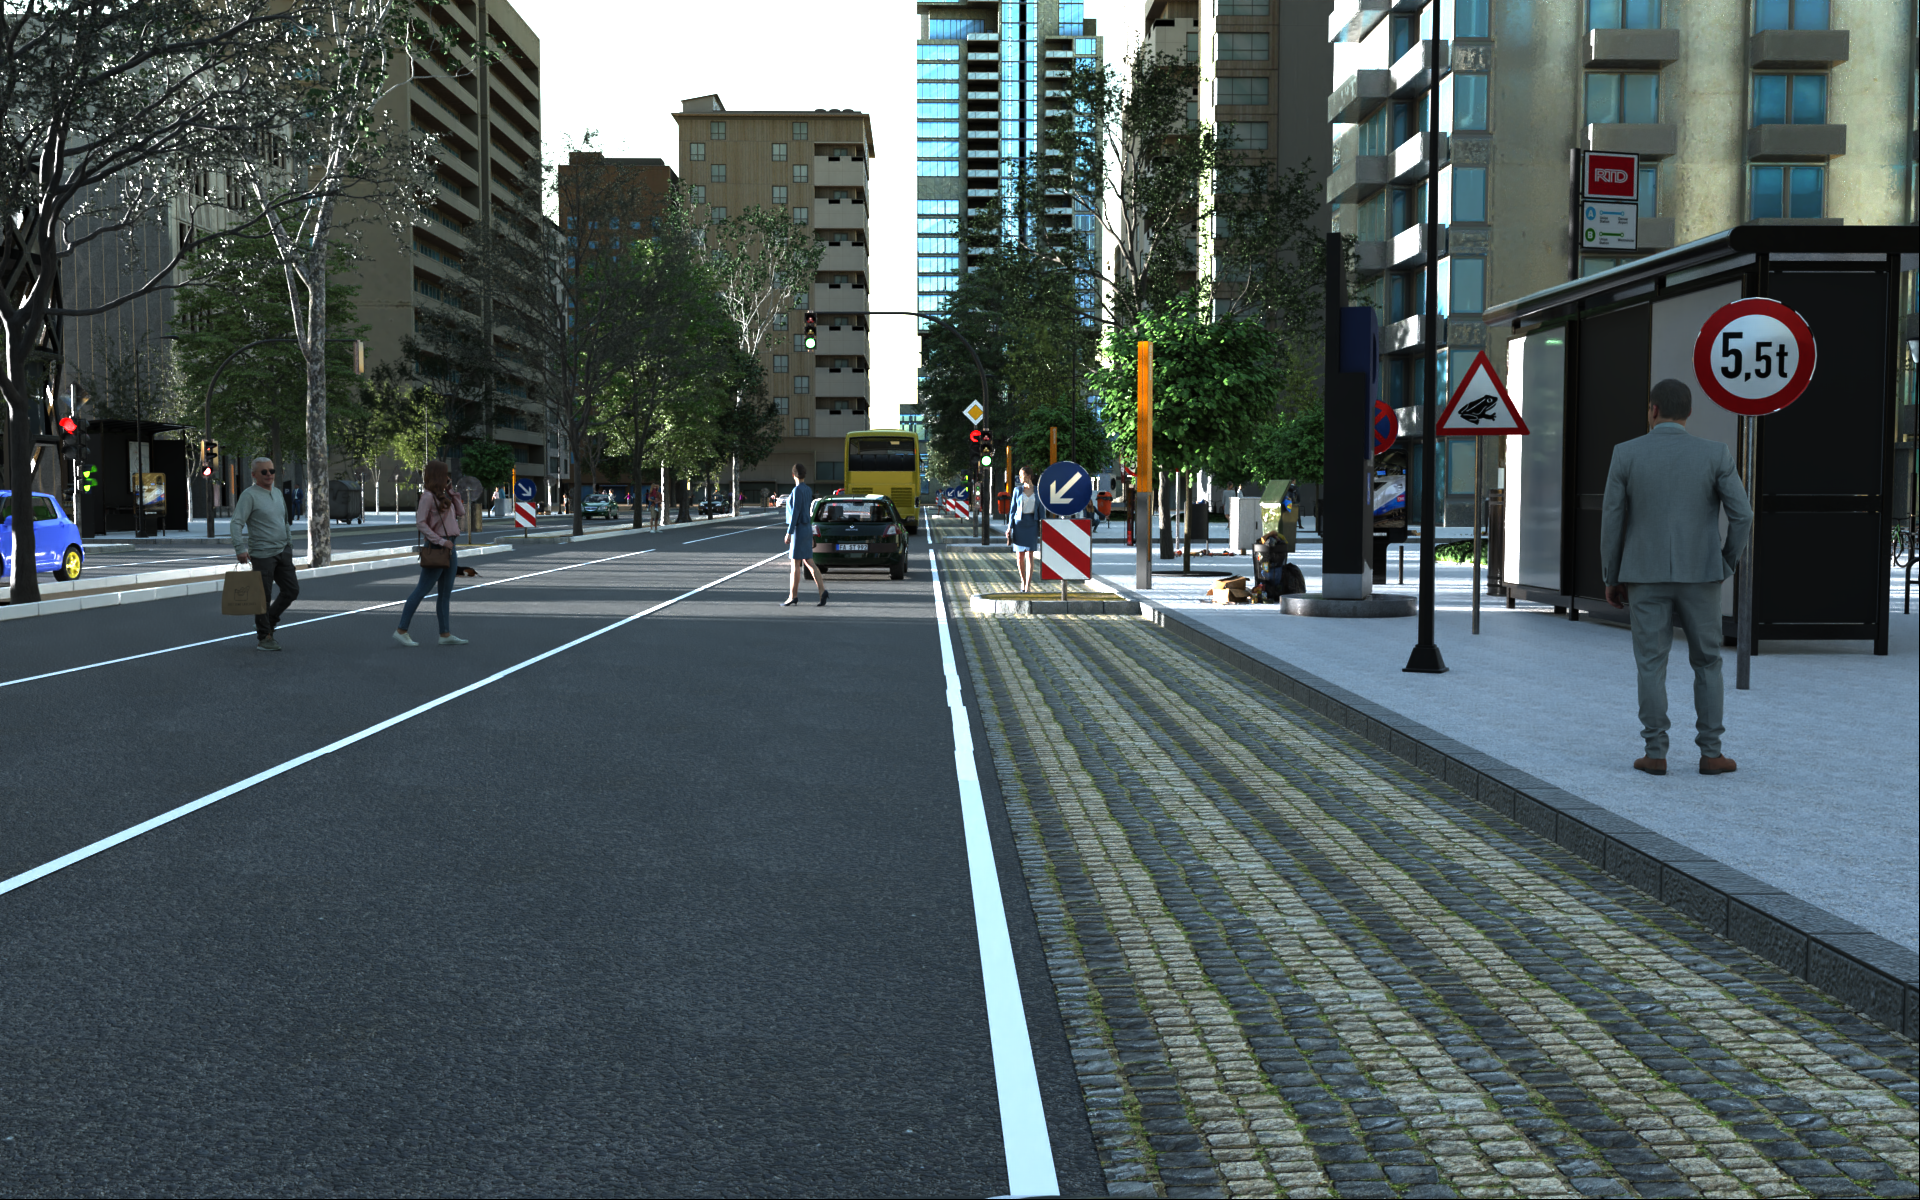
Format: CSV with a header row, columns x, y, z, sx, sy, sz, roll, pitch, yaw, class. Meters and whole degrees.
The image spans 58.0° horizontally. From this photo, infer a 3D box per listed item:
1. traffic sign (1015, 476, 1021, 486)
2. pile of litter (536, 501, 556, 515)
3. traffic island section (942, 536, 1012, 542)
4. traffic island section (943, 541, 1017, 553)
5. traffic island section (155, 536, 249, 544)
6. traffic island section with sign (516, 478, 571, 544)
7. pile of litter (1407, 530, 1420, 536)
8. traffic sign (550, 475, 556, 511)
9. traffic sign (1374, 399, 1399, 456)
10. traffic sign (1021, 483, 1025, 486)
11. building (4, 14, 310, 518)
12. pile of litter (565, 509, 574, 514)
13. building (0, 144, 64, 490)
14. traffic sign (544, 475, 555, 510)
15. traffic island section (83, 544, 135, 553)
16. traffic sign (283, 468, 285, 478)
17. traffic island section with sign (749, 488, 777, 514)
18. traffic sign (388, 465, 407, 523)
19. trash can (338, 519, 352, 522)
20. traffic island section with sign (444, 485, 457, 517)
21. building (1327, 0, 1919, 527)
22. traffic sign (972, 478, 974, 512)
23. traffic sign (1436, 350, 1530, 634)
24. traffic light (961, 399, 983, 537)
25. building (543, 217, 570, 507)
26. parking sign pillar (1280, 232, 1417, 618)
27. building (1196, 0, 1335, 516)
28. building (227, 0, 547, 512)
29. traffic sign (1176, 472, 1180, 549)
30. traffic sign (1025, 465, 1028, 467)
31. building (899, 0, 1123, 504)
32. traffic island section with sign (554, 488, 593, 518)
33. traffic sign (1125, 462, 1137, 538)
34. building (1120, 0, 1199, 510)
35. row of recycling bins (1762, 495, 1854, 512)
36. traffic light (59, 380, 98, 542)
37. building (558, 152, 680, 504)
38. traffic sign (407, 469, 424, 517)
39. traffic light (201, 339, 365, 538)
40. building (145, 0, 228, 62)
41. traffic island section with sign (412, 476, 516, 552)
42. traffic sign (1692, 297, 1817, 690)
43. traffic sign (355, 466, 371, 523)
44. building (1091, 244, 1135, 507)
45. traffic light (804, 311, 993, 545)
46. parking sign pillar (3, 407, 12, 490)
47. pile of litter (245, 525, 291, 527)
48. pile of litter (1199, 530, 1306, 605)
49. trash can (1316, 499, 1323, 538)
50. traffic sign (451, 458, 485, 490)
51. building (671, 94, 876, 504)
x,y,z,sx,sy,sz,roll,pitch,yaw,class
3.200,-5.689,95.151,0.606,2.300,0.079,0,4,5,traffic sign
-25.550,-5.632,106.053,1.719,0.858,1.176,-1,4,-12,pile of litter
0.482,-1.783,51.434,2.009,0.180,2.903,0,4,-1,traffic island section
0.656,-1.295,43.451,2.009,0.180,2.903,0,4,-1,traffic island section
-22.054,-1.754,50.951,2.009,0.180,2.903,0,4,-1,traffic island section
-12.604,-2.610,50.811,2.006,1.907,1.989,0,4,-1,traffic island section with sign
13.620,-2.432,53.729,1.176,0.858,1.719,0,4,-2,pile of litter
-27.902,-7.212,118.014,0.768,2.556,0.104,0,4,5,traffic sign
5.439,-1.407,23.103,0.768,2.556,0.104,0,4,5,traffic sign
3.584,-5.595,93.608,0.606,2.300,0.079,0,4,1,traffic sign
-45.406,-16.982,95.678,12.078,24.808,19.932,0,4,-1,building
-25.545,-6.122,114.061,1.176,0.858,1.719,1,4,14,pile of litter
-47.220,-12.504,71.896,16.820,18.784,16.811,0,4,-1,building
-27.397,-7.056,115.477,0.768,2.556,0.104,0,4,8,traffic sign
-21.880,-1.265,42.967,2.009,0.180,2.903,0,4,-1,traffic island section
-29.142,-4.509,73.833,0.768,2.556,0.104,1,4,9,traffic sign
-14.248,-7.205,125.932,2.006,1.907,1.989,0,4,-1,traffic island section with sign
-24.958,-4.699,76.832,0.884,2.594,0.081,0,4,6,traffic sign
-27.869,-4.084,78.427,0.748,1.137,0.748,0,3,0,trash can
-22.266,-4.093,75.555,1.989,1.847,2.006,0,4,-1,traffic island section with sign
31.342,-27.881,75.461,30.456,49.044,23.786,0,4,-1,building
0.873,-7.630,124.749,0.884,2.594,0.081,0,4,4,traffic sign
4.720,-0.965,15.780,0.884,2.594,0.081,0,4,4,traffic sign
0.442,-3.816,51.319,0.839,4.253,0.868,0,4,-1,traffic light
-48.553,-24.993,180.336,14.107,30.474,14.160,0,4,-1,building
4.175,-1.838,18.525,1.447,3.967,1.447,1,4,18,parking sign pillar
21.489,-25.870,106.572,14.154,41.232,14.086,0,4,-1,building
-50.855,-32.636,157.299,21.300,48.544,21.600,0,4,-1,building
5.051,-2.448,40.127,0.768,2.556,0.104,0,4,7,traffic sign
3.065,-4.581,74.997,0.768,2.556,0.104,0,4,2,traffic sign
5.860,-56.314,233.398,31.000,86.520,22.319,0,4,-1,building
-22.843,-5.742,102.504,1.989,1.847,2.006,0,4,-1,traffic island section with sign
5.161,-3.092,50.665,0.768,2.556,0.104,0,4,6,traffic sign
28.778,-34.302,150.078,28.713,52.752,27.495,0,4,-1,building
20.174,-2.188,42.882,3.534,1.692,1.069,1,4,16,row of recycling bins
-21.840,-3.297,42.834,0.839,4.253,0.868,0,4,-1,traffic light
-44.479,-35.450,229.718,14.200,45.320,14.600,0,4,-1,building
-28.541,-5.556,90.847,0.884,2.594,0.081,0,4,2,traffic sign
-19.924,-4.662,50.897,4.771,5.953,1.251,0,4,-1,traffic light
-50.755,-31.303,135.499,21.300,48.544,21.600,0,4,-1,building
-12.453,-2.157,43.406,2.006,1.907,1.989,0,4,-1,traffic island section with sign
5.152,-0.686,11.319,0.768,2.556,0.104,0,4,8,traffic sign
-26.772,-4.744,77.675,0.768,2.556,0.104,0,4,4,traffic sign
30.070,-29.621,176.191,32.217,40.220,23.993,0,4,-1,building
-1.474,-4.188,43.149,4.771,5.953,1.251,0,4,-1,traffic light
-29.619,-4.022,54.228,1.447,3.967,1.447,-2,4,-35,parking sign pillar
-27.430,-3.344,68.645,1.719,0.858,1.176,1,4,16,pile of litter
3.479,-0.416,20.773,1.719,0.858,1.176,-3,4,-36,pile of litter
10.834,-2.402,50.921,0.748,1.137,0.748,0,3,0,trash can
-27.648,-6.354,97.753,2.265,3.308,0.079,1,4,8,traffic sign
-23.447,-39.609,236.845,27.495,52.752,28.713,0,4,-1,building
